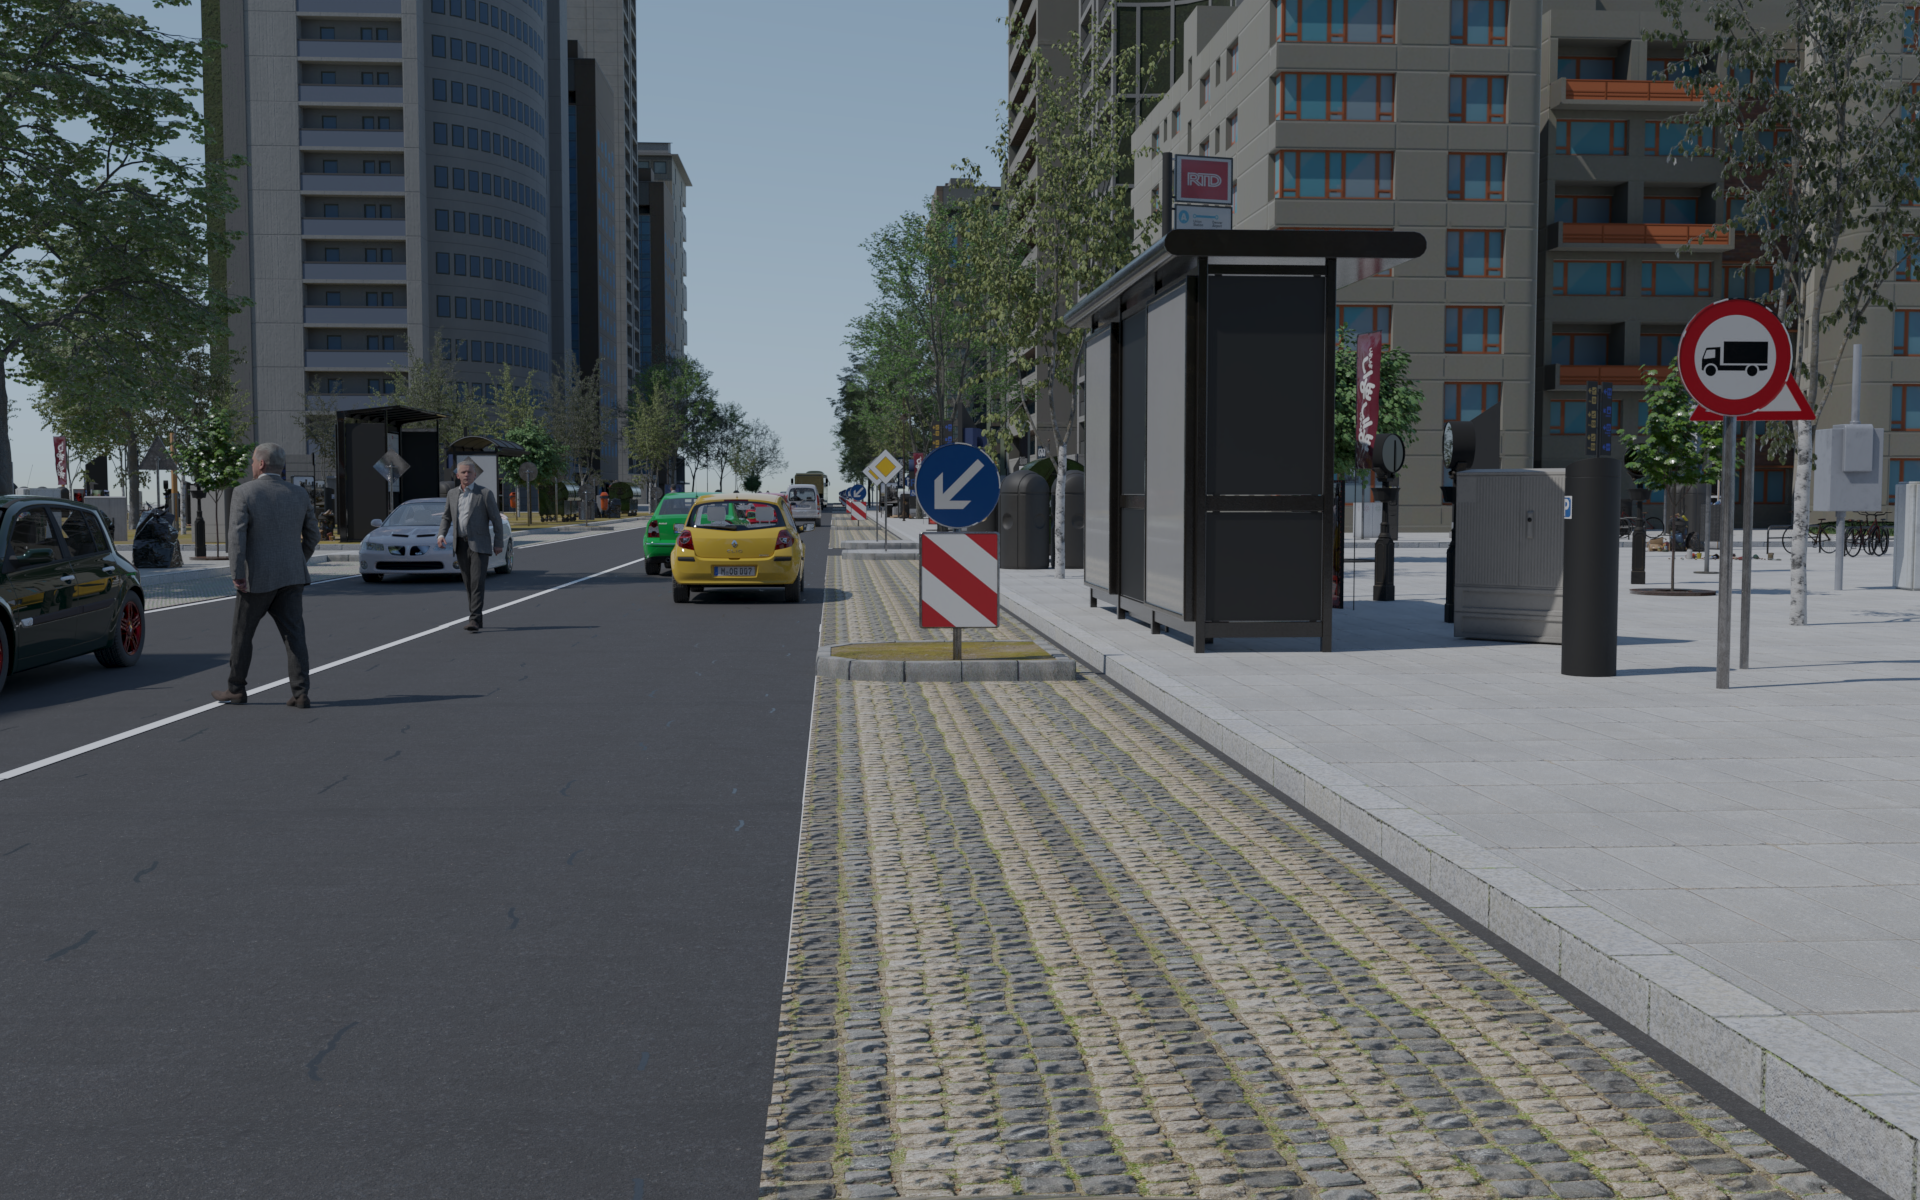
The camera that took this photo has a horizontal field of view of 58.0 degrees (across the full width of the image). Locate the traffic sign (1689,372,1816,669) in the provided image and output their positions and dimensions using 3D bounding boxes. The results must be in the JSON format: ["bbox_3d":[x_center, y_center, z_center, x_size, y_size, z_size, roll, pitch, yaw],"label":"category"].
[{"bbox_3d":[5.749,-0.772,12.626,0.884,2.594,0.081,0,4,5],"label":"traffic sign"}]

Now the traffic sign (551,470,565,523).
[{"bbox_3d":[-18.048,-4.731,77.459,0.768,2.556,0.104,0,4,1],"label":"traffic sign"}]

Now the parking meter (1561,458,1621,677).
[{"bbox_3d":[4.466,-0.235,12.259,0.372,1.533,0.369,0,3,0],"label":"parking meter"}]

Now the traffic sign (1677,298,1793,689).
[{"bbox_3d":[5.031,-0.688,11.348,0.768,2.556,0.104,0,4,-3],"label":"traffic sign"}]

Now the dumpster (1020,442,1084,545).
[{"bbox_3d":[1.786,-1.869,33.045,1.502,2.255,1.985,0,4,-4],"label":"dumpster"}]

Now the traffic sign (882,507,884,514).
[{"bbox_3d":[-4.880,-6.704,109.721,0.768,2.556,0.104,0,4,4],"label":"traffic sign"}]

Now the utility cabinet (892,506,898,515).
[{"bbox_3d":[-3.567,-5.726,104.786,1.020,1.237,0.306,0,4,3],"label":"utility cabinet"}]

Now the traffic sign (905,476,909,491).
[{"bbox_3d":[-3.601,-7.450,121.906,0.768,2.556,0.104,0,4,-4],"label":"traffic sign"}]

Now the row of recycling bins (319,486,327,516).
[{"bbox_3d":[-31.599,-4.850,86.405,1.069,1.692,3.534,0,4,2],"label":"row of recycling bins"}]

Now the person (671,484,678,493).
[{"bbox_3d":[-10.293,-3.277,62.357,0.678,1.792,0.850,-2,4,-35],"label":"person"}]

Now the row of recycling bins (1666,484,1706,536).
[{"bbox_3d":[22.966,-2.919,54.833,1.069,1.692,3.534,1,4,12],"label":"row of recycling bins"}]

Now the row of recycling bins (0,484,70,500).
[{"bbox_3d":[-49.935,-5.280,93.443,3.534,1.692,1.069,-1,4,-19],"label":"row of recycling bins"}]

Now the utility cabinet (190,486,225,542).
[{"bbox_3d":[-19.562,-2.254,45.530,1.173,1.500,0.318,0,4,2],"label":"utility cabinet"}]

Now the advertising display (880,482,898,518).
[{"bbox_3d":[-3.853,-5.432,94.030,0.974,1.923,0.123,0,4,-8],"label":"advertising display"}]

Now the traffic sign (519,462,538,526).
[{"bbox_3d":[-17.165,-4.204,68.846,0.768,2.556,0.104,0,4,5],"label":"traffic sign"}]

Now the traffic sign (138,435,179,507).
[{"bbox_3d":[-17.786,-2.350,38.429,0.884,2.594,0.081,0,4,-3],"label":"traffic sign"}]

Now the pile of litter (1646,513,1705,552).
[{"bbox_3d":[15.906,-1.514,38.726,1.719,0.858,1.176,1,4,12],"label":"pile of litter"}]

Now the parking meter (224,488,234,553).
[{"bbox_3d":[-15.840,-1.796,37.779,0.372,1.533,0.369,0,3,0],"label":"parking meter"}]

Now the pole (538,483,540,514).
[{"bbox_3d":[-27.025,-7.185,111.318,0.158,3.312,0.155,0,3,0],"label":"pole"}]

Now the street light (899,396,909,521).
[{"bbox_3d":[-2.650,-6.666,81.780,0.468,5.910,1.993,0,4,-4],"label":"street light"}]

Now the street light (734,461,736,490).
[{"bbox_3d":[-26.599,-14.213,205.163,0.468,5.910,1.993,0,4,-4],"label":"street light"}]

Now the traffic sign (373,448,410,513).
[{"bbox_3d":[-12.425,-2.095,37.890,0.795,2.450,0.064,0,4,-4],"label":"traffic sign"}]

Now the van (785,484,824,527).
[{"bbox_3d":[-7.033,-4.286,77.096,2.013,2.044,4.112,0,4,-5],"label":"van"}]

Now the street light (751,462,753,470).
[{"bbox_3d":[-29.287,-16.572,243.745,0.468,5.910,1.993,0,4,-4],"label":"street light"}]

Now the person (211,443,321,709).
[{"bbox_3d":[-4.717,-0.173,11.734,0.834,1.777,0.661,2,4,32],"label":"person"}]

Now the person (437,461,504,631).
[{"bbox_3d":[-5.138,-0.563,18.110,0.661,1.777,0.834,0,4,1],"label":"person"}]

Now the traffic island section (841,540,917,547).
[{"bbox_3d":[-2.212,-1.493,46.690,2.009,0.180,2.903,0,4,-4],"label":"traffic island section"}]

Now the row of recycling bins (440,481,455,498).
[{"bbox_3d":[-16.798,-3.023,56.544,1.069,1.692,3.534,-1,4,-21],"label":"row of recycling bins"}]

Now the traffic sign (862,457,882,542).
[{"bbox_3d":[-2.235,-2.628,46.611,0.795,2.450,0.064,0,4,-4],"label":"traffic sign"}]

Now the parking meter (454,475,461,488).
[{"bbox_3d":[-15.604,-2.967,54.229,0.399,1.863,0.255,-1,4,-21],"label":"parking meter"}]

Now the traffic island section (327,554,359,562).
[{"bbox_3d":[-12.448,-0.958,37.950,2.009,0.180,2.903,0,4,-4],"label":"traffic island section"}]

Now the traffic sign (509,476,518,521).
[{"bbox_3d":[-21.399,-5.104,83.560,0.768,2.556,0.104,0,4,1],"label":"traffic sign"}]

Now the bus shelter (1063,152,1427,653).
[{"bbox_3d":[2.369,-2.475,18.092,2.179,5.291,8.768,0,4,-4],"label":"bus shelter"}]

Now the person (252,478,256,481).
[{"bbox_3d":[-12.338,-1.301,30.525,0.760,1.731,0.466,2,4,28],"label":"person"}]

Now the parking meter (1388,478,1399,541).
[{"bbox_3d":[11.895,-2.559,47.551,0.255,1.863,0.399,1,4,21],"label":"parking meter"}]

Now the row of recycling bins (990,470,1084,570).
[{"bbox_3d":[2.407,-1.405,30.083,3.534,1.692,1.069,-1,4,-18],"label":"row of recycling bins"}]

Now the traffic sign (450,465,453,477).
[{"bbox_3d":[-19.539,-4.132,67.661,0.768,2.556,0.104,0,4,4],"label":"traffic sign"}]

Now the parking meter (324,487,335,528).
[{"bbox_3d":[-23.940,-3.509,65.776,0.372,1.533,0.369,0,3,0],"label":"parking meter"}]

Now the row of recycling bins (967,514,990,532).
[{"bbox_3d":[1.568,-1.806,36.640,3.534,1.692,1.069,3,5,42],"label":"row of recycling bins"}]

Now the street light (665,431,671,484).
[{"bbox_3d":[-20.669,-9.163,122.608,0.468,5.910,1.993,0,4,-4],"label":"street light"}]

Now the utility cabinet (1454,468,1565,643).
[{"bbox_3d":[4.886,-0.384,14.963,1.173,1.500,0.318,3,5,42],"label":"utility cabinet"}]

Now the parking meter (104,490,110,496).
[{"bbox_3d":[-51.781,-5.912,105.069,0.372,1.533,0.369,0,3,0],"label":"parking meter"}]

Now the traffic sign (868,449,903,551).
[{"bbox_3d":[-1.658,-2.141,38.647,0.795,2.450,0.064,0,4,-4],"label":"traffic sign"}]

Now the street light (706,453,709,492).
[{"bbox_3d":[-23.431,-11.489,160.626,0.468,5.910,1.993,0,4,-4],"label":"street light"}]

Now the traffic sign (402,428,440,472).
[{"bbox_3d":[-17.206,-3.651,53.564,2.265,3.308,0.079,0,4,4],"label":"traffic sign"}]

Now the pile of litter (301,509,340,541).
[{"bbox_3d":[-17.729,-2.070,47.815,1.176,0.858,1.719,-1,4,-19],"label":"pile of litter"}]

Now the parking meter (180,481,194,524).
[{"bbox_3d":[-32.745,-4.134,73.302,0.399,1.863,0.255,1,4,18],"label":"parking meter"}]

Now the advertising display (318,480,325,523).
[{"bbox_3d":[-29.068,-4.450,77.966,0.974,1.923,0.123,-2,4,-32],"label":"advertising display"}]

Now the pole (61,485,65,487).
[{"bbox_3d":[-58.519,-7.289,113.017,0.158,3.312,0.155,0,3,0],"label":"pole"}]

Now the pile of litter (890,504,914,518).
[{"bbox_3d":[-3.070,-4.799,92.429,1.176,0.858,1.719,-1,4,-22],"label":"pile of litter"}]

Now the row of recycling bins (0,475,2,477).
[{"bbox_3d":[-14.584,-1.023,23.842,3.534,1.692,1.069,1,4,18],"label":"row of recycling bins"}]

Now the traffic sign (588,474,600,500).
[{"bbox_3d":[-23.197,-6.716,109.910,0.768,2.556,0.104,0,4,0],"label":"traffic sign"}]

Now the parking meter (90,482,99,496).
[{"bbox_3d":[-42.177,-4.814,84.426,0.399,1.863,0.255,2,4,33],"label":"parking meter"}]

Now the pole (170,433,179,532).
[{"bbox_3d":[-26.259,-3.917,57.892,0.158,3.312,0.155,0,3,0],"label":"pole"}]

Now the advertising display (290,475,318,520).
[{"bbox_3d":[-22.831,-3.363,60.196,0.123,1.923,0.974,2,4,27],"label":"advertising display"}]

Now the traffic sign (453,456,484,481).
[{"bbox_3d":[-13.003,-2.582,45.854,0.795,2.450,0.064,0,4,-4],"label":"traffic sign"}]

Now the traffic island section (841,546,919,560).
[{"bbox_3d":[-1.635,-1.006,38.726,2.009,0.180,2.903,0,4,-4],"label":"traffic island section"}]

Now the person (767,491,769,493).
[{"bbox_3d":[-16.970,-8.758,152.370,1.217,1.739,0.721,2,4,32],"label":"person"}]

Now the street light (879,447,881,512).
[{"bbox_3d":[-5.618,-9.060,120.916,0.468,5.910,1.993,0,4,-4],"label":"street light"}]
